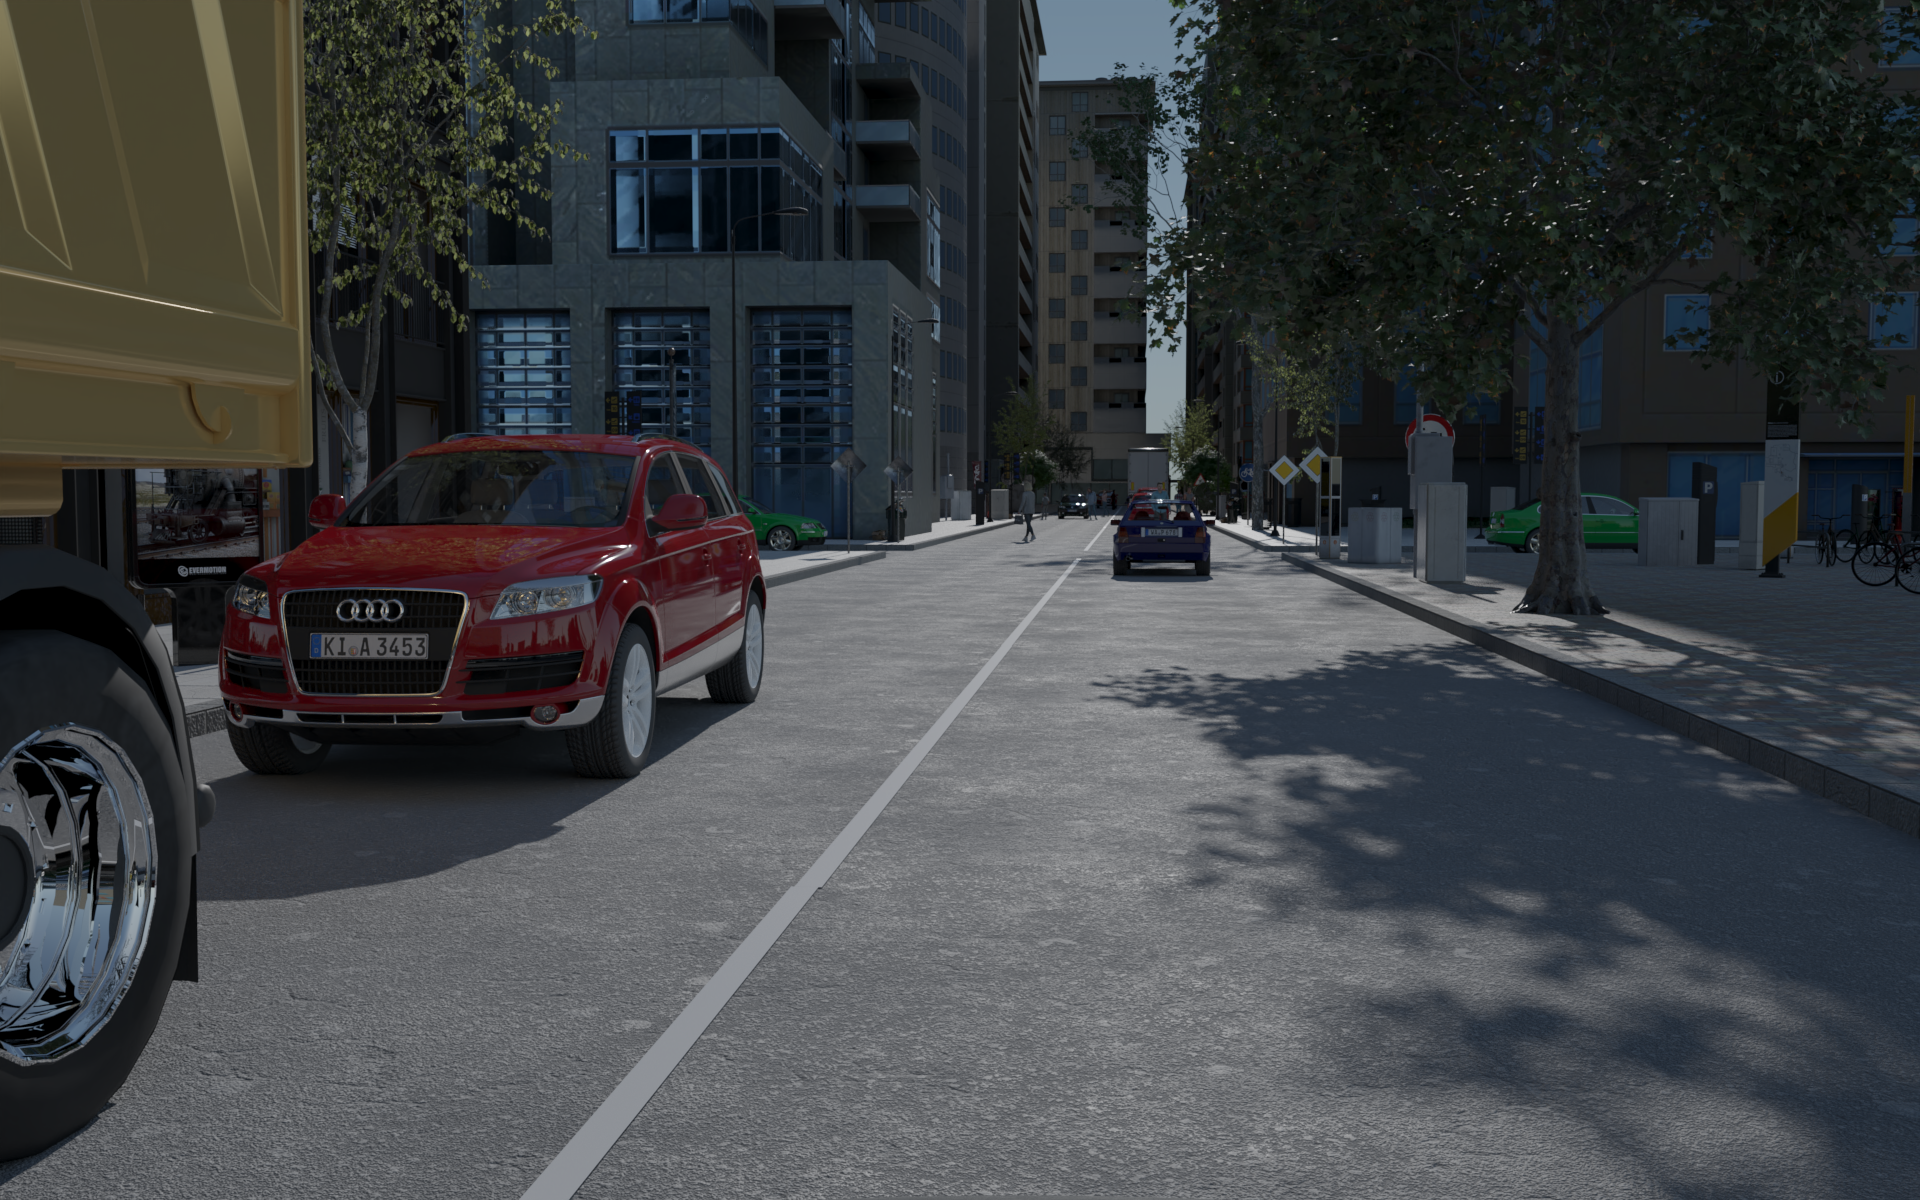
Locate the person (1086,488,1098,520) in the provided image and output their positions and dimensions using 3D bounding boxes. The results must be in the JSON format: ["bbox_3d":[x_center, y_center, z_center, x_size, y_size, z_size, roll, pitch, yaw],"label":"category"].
[{"bbox_3d":[7.281,-5.309,95.569,0.793,1.790,0.793,-1,4,-19],"label":"person"}]

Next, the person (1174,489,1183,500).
[{"bbox_3d":[13.246,-5.849,104.969,0.563,1.720,0.643,1,4,16],"label":"person"}]

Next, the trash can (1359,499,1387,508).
[{"bbox_3d":[11.205,-2.164,47.036,0.748,1.137,0.748,0,3,0],"label":"trash can"}]

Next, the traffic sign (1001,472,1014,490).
[{"bbox_3d":[2.691,-5.963,97.606,0.768,2.556,0.104,1,4,11],"label":"traffic sign"}]

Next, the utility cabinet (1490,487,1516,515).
[{"bbox_3d":[16.590,-2.706,52.923,0.318,1.500,1.173,0,4,-5],"label":"utility cabinet"}]

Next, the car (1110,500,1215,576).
[{"bbox_3d":[3.717,-1.175,31.800,1.945,1.354,3.894,0,4,7],"label":"car"}]

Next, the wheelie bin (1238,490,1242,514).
[{"bbox_3d":[16.875,-5.986,105.771,0.980,1.594,0.693,-3,5,-43],"label":"wheelie bin"}]

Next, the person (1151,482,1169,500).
[{"bbox_3d":[6.457,-2.894,55.840,0.660,1.820,0.620,-1,4,-14],"label":"person"}]

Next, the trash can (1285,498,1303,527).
[{"bbox_3d":[12.848,-3.369,66.742,0.748,1.137,0.748,0,3,0],"label":"trash can"}]

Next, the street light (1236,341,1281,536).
[{"bbox_3d":[9.038,-4.892,52.519,1.470,5.913,1.316,0,4,6],"label":"street light"}]

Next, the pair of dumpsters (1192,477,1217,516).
[{"bbox_3d":[14.549,-6.105,102.309,1.574,2.255,4.437,0,4,6],"label":"pair of dumpsters"}]

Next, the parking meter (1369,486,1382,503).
[{"bbox_3d":[12.700,-2.726,52.989,0.372,1.533,0.369,0,3,0],"label":"parking meter"}]

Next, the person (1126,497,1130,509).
[{"bbox_3d":[16.042,-9.331,164.301,0.697,1.427,0.421,-3,5,-41],"label":"person"}]

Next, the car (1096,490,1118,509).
[{"bbox_3d":[14.587,-9.998,172.142,2.281,1.827,5.304,0,4,4],"label":"car"}]

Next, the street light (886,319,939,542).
[{"bbox_3d":[-1.254,-4.496,46.048,1.470,5.913,1.316,0,4,6],"label":"street light"}]

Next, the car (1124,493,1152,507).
[{"bbox_3d":[8.260,-4.085,75.829,2.155,1.783,4.494,0,4,7],"label":"car"}]

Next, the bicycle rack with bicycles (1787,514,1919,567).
[{"bbox_3d":[16.272,-1.090,31.212,2.852,0.926,2.925,0,4,6],"label":"bicycle rack with bicycles"}]

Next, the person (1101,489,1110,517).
[{"bbox_3d":[9.239,-6.156,109.743,0.643,1.750,0.593,0,4,2],"label":"person"}]

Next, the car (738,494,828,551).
[{"bbox_3d":[-5.606,-2.052,42.352,4.718,1.807,1.959,0,4,4],"label":"car"}]

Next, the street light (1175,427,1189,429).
[{"bbox_3d":[15.477,-8.962,119.067,1.470,5.913,1.316,0,4,6],"label":"street light"}]

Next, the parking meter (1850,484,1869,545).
[{"bbox_3d":[22.904,-2.184,44.111,0.372,1.533,0.369,0,3,0],"label":"parking meter"}]

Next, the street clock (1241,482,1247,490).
[{"bbox_3d":[16.552,-5.873,100.590,0.358,2.002,0.471,-3,5,-39],"label":"street clock"}]

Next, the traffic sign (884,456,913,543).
[{"bbox_3d":[-1.611,-2.548,45.301,0.795,2.450,0.064,0,4,6],"label":"traffic sign"}]

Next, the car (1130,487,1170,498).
[{"bbox_3d":[10.937,-5.551,99.425,2.281,1.827,5.304,0,4,5],"label":"car"}]

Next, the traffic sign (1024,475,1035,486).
[{"bbox_3d":[4.513,-6.900,112.916,0.768,2.556,0.104,0,4,7],"label":"traffic sign"}]

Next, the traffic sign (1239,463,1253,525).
[{"bbox_3d":[11.905,-4.368,71.527,0.768,2.556,0.104,1,4,9],"label":"traffic sign"}]

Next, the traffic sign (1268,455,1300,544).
[{"bbox_3d":[8.282,-2.487,44.301,0.795,2.450,0.064,0,4,6],"label":"traffic sign"}]

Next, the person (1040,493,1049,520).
[{"bbox_3d":[4.742,-5.269,97.243,0.523,1.515,0.503,2,4,29],"label":"person"}]

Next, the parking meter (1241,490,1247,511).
[{"bbox_3d":[16.365,-5.574,99.541,0.372,1.533,0.369,0,3,0],"label":"parking meter"}]

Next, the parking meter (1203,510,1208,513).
[{"bbox_3d":[16.464,-6.589,116.143,0.372,1.533,0.369,0,3,0],"label":"parking meter"}]

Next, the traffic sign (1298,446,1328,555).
[{"bbox_3d":[7.492,-2.001,36.355,0.795,2.450,0.064,0,4,6],"label":"traffic sign"}]

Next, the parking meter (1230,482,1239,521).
[{"bbox_3d":[12.868,-4.618,81.221,0.399,1.863,0.255,1,4,15],"label":"parking meter"}]

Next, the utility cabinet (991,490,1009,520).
[{"bbox_3d":[1.922,-4.724,85.908,0.318,1.500,1.173,-3,4,-38],"label":"utility cabinet"}]

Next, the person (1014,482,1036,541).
[{"bbox_3d":[2.025,-2.685,52.577,0.709,1.800,0.728,-3,5,-41],"label":"person"}]

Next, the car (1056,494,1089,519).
[{"bbox_3d":[6.628,-5.570,100.853,2.009,1.686,4.222,0,4,6],"label":"car"}]

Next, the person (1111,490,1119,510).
[{"bbox_3d":[13.841,-8.996,155.545,0.705,1.831,1.348,-2,4,-25],"label":"person"}]

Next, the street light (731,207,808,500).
[{"bbox_3d":[-3.152,-3.408,28.266,1.470,5.913,1.316,0,4,6],"label":"street light"}]

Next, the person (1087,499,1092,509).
[{"bbox_3d":[8.876,-6.743,119.313,0.480,1.755,0.524,-2,4,-28],"label":"person"}]

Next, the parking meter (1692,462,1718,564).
[{"bbox_3d":[13.593,-1.586,31.641,0.399,1.863,0.255,-1,4,-12],"label":"parking meter"}]

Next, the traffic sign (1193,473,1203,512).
[{"bbox_3d":[14.990,-6.602,107.951,0.884,2.594,0.081,0,4,8],"label":"traffic sign"}]

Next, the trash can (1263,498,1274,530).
[{"bbox_3d":[10.925,-3.101,62.348,0.748,1.137,0.748,0,3,0],"label":"trash can"}]

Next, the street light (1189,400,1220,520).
[{"bbox_3d":[12.183,-6.900,85.352,1.470,5.913,1.316,0,4,6],"label":"street light"}]

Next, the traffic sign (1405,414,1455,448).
[{"bbox_3d":[7.452,-1.678,27.542,0.768,2.556,0.104,0,4,6],"label":"traffic sign"}]

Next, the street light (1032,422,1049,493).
[{"bbox_3d":[5.248,-8.525,111.926,1.470,5.913,1.316,0,4,6],"label":"street light"}]

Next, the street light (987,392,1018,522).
[{"bbox_3d":[1.912,-6.504,78.880,1.470,5.913,1.316,0,4,6],"label":"street light"}]

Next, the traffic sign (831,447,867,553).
[{"bbox_3d":[-2.402,-2.062,37.355,0.795,2.450,0.064,0,4,6],"label":"traffic sign"}]

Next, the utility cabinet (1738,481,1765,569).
[{"bbox_3d":[13.624,-1.274,29.503,0.318,1.500,1.173,3,5,43],"label":"utility cabinet"}]

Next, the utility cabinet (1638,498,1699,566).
[{"bbox_3d":[12.688,-1.215,31.023,1.020,1.237,0.306,-1,4,-12],"label":"utility cabinet"}]

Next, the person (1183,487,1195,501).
[{"bbox_3d":[10.925,-4.548,83.221,0.716,1.782,0.532,-1,4,-10],"label":"person"}]

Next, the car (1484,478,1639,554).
[{"bbox_3d":[14.466,-1.880,39.541,4.718,1.807,1.959,0,4,5],"label":"car"}]

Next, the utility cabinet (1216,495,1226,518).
[{"bbox_3d":[13.793,-4.914,91.505,0.306,1.237,1.020,1,4,23],"label":"utility cabinet"}]

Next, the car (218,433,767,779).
[{"bbox_3d":[-2.510,-0.110,10.468,2.281,1.827,5.304,0,4,4],"label":"car"}]

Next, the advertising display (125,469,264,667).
[{"bbox_3d":[-5.719,-0.475,12.978,0.123,1.923,0.974,3,5,44],"label":"advertising display"}]
